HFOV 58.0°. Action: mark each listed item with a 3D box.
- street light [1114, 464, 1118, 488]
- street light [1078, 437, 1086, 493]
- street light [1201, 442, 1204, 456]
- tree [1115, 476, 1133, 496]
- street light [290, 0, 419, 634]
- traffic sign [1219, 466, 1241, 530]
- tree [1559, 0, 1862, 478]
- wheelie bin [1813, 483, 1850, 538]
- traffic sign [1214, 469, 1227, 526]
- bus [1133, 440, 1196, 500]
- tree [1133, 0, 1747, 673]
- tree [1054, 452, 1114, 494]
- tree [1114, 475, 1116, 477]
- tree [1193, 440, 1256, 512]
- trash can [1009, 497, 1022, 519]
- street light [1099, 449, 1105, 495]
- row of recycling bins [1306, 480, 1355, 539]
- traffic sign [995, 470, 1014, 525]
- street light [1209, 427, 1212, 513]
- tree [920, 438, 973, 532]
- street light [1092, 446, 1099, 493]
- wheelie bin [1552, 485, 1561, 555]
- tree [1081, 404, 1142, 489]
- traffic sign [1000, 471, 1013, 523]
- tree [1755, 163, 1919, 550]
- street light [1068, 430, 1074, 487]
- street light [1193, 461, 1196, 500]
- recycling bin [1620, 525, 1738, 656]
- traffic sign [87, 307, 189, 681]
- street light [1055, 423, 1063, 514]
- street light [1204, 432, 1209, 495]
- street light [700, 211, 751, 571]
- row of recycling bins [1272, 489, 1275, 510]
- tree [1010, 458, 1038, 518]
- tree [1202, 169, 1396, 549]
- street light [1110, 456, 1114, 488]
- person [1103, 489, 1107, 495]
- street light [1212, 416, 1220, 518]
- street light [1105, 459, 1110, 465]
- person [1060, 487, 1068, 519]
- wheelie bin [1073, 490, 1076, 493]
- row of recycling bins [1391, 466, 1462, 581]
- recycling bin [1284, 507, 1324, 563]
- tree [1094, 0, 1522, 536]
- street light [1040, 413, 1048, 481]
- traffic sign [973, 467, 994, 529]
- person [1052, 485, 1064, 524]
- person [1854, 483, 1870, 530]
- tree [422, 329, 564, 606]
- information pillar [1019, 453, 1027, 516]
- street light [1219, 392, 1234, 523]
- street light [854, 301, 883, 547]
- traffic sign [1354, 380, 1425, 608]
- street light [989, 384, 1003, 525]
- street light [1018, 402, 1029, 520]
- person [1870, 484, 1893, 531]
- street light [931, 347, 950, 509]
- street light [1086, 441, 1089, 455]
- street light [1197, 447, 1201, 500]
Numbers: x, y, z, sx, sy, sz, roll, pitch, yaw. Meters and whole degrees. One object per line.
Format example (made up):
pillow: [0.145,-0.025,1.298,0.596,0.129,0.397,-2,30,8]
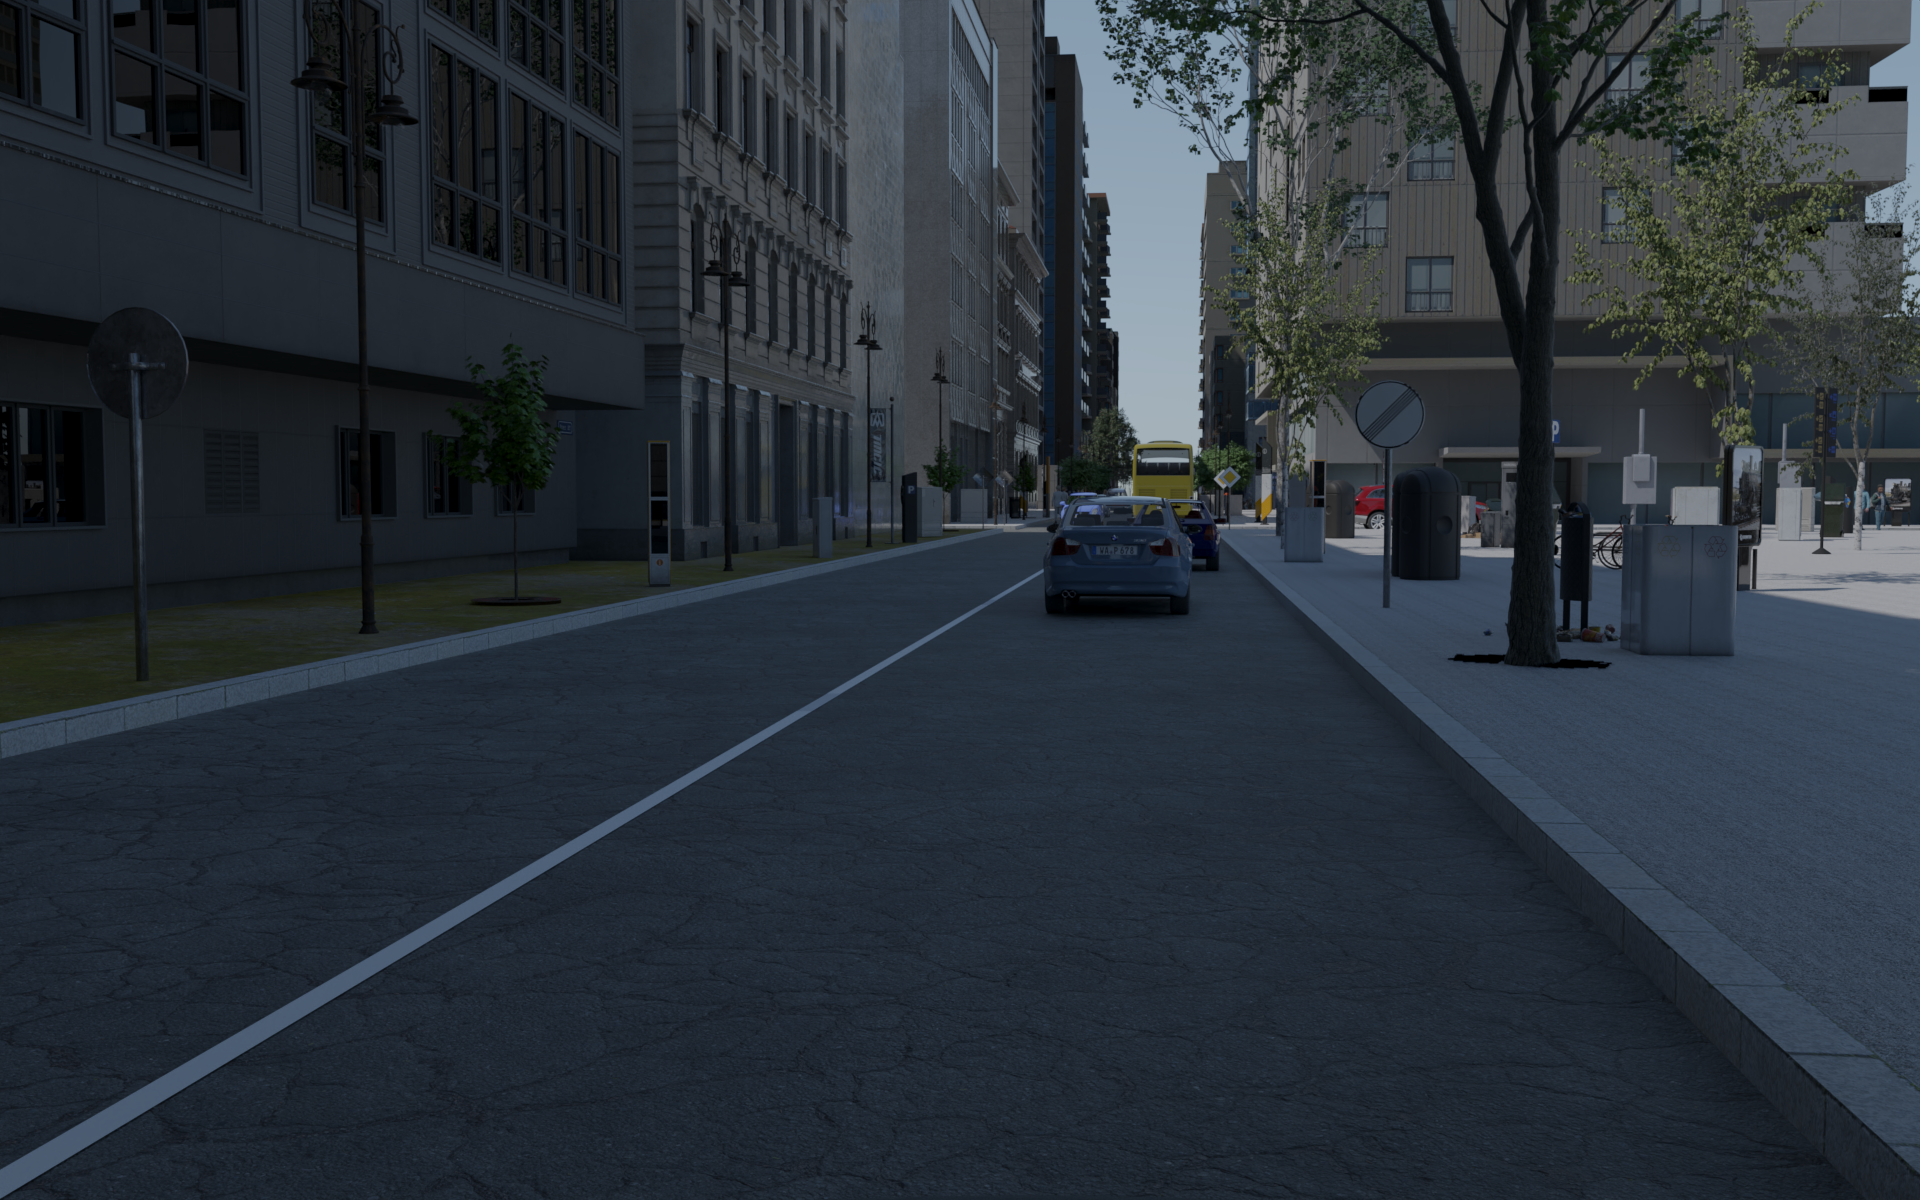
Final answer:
street light: [18.872,-14.691,212.991,0.468,5.910,1.993,0,4,7]
street light: [9.541,-10.082,137.628,0.468,5.910,1.993,0,4,7]
street light: [18.506,-9.595,129.658,0.468,5.910,1.993,0,4,7]
tree: [24.978,-19.105,262.723,4.360,8.622,3.978,0,3,0]
street light: [-5.445,-2.629,15.772,0.468,5.910,1.993,0,4,7]
traffic sign: [9.677,-3.579,62.162,0.795,2.450,0.064,0,4,7]
tree: [11.210,-4.597,25.524,4.737,8.622,4.395,0,3,0]
wheelie bin: [25.790,-2.651,51.256,0.980,1.594,0.693,2,4,27]
traffic sign: [10.653,-4.064,70.087,0.795,2.450,0.064,0,4,7]
bus: [9.258,-5.316,78.471,2.896,3.916,12.252,0,4,7]
tree: [4.134,-5.318,12.707,9.928,11.665,9.643,0,3,0]
tree: [8.896,-9.153,133.369,4.285,4.588,4.351,0,3,0]
tree: [11.619,-10.650,157.842,4.285,4.588,4.351,0,3,0]
tree: [16.292,-7.773,110.800,4.285,4.588,4.351,0,3,0]
trash can: [2.870,-4.809,90.281,0.748,1.137,0.748,0,3,0]
street light: [14.039,-12.311,174.078,0.468,5.910,1.993,0,4,7]
row of recycling bins: [10.921,-2.705,51.344,1.069,1.692,3.534,0,4,1]
traffic sign: [1.828,-4.131,71.191,0.795,2.450,0.064,0,4,7]
street light: [15.209,-7.962,102.967,0.468,5.910,1.993,0,4,7]
tree: [-0.639,-3.973,59.555,1.663,3.219,1.824,0,3,0]
street light: [12.445,-11.523,161.191,0.468,5.910,1.993,0,4,7]
wheelie bin: [12.085,-1.736,36.284,0.980,1.594,0.693,-1,4,-22]
tree: [19.554,-18.629,221.586,9.611,12.733,9.660,0,3,0]
traffic sign: [2.038,-4.512,75.901,0.606,2.300,0.079,1,4,9]
tree: [20.476,-5.448,39.432,4.360,8.622,3.978,0,3,0]
street light: [8.013,-9.285,124.594,0.468,5.910,1.993,0,4,7]
street light: [23.131,-11.937,167.962,0.468,5.910,1.993,0,4,7]
recycling bin: [5.822,-0.092,14.054,0.722,1.027,0.722,0,4,7]
traffic sign: [-5.617,-0.717,11.823,0.768,2.556,0.104,1,4,11]
street light: [6.344,-8.473,111.317,0.468,5.910,1.993,0,4,7]
street light: [16.846,-8.784,116.407,0.468,5.910,1.993,0,4,7]
street light: [-3.857,-3.417,28.659,0.468,5.910,1.993,0,4,7]
row of recycling bins: [25.477,-8.292,142.682,1.069,1.692,3.534,1,4,12]
tree: [3.567,-5.949,91.869,1.663,3.219,1.824,0,3,0]
tree: [7.798,-5.491,40.137,4.737,8.622,4.395,0,3,0]
street light: [17.187,-13.888,199.856,0.468,5.910,1.993,0,4,7]
person: [11.532,-7.818,136.505,0.709,1.800,0.728,2,4,27]
street light: [13.520,-7.175,90.092,0.468,5.910,1.993,0,4,7]
street light: [15.642,-13.099,186.964,0.468,5.910,1.993,0,4,7]
person: [5.305,-4.882,88.540,0.478,1.798,0.641,3,5,44]
wheelie bin: [8.206,-7.317,127.537,0.693,1.594,0.980,3,4,37]
row of recycling bins: [7.308,-1.236,27.322,1.069,1.692,3.534,1,4,13]
recycling bin: [6.524,-1.241,32.839,0.722,1.027,0.722,1,4,11]
tree: [11.232,-11.982,51.788,12.611,20.169,13.585,0,3,0]
street light: [4.793,-7.684,98.425,0.468,5.910,1.993,0,4,7]
traffic sign: [0.852,-3.647,63.266,0.795,2.450,0.064,0,4,7]
person: [4.690,-4.516,82.213,0.514,1.842,0.818,-2,4,-31]
person: [32.152,-3.265,61.752,0.748,1.841,0.638,-2,4,-27]
tree: [-5.163,-1.575,20.347,1.663,3.219,1.824,0,3,0]
information pillar: [3.662,-6.649,100.073,0.504,3.616,0.183,2,4,32]
street light: [11.960,-6.386,77.201,0.468,5.910,1.993,0,4,7]
street light: [-2.194,-4.211,41.632,0.468,5.910,1.993,0,4,7]
traffic sign: [4.814,-1.185,19.473,0.768,2.556,0.104,1,4,10]
street light: [1.485,-6.053,71.747,0.468,5.910,1.993,0,4,7]
street light: [3.160,-6.896,85.543,0.468,5.910,1.993,0,4,7]
person: [33.313,-3.295,62.723,0.623,1.781,0.721,-2,4,-27]
street light: [-0.615,-4.999,54.521,0.468,5.910,1.993,0,4,7]
street light: [10.750,-10.702,147.768,0.468,5.910,1.993,0,4,7]
street light: [20.216,-10.483,144.191,0.468,5.910,1.993,0,4,7]
